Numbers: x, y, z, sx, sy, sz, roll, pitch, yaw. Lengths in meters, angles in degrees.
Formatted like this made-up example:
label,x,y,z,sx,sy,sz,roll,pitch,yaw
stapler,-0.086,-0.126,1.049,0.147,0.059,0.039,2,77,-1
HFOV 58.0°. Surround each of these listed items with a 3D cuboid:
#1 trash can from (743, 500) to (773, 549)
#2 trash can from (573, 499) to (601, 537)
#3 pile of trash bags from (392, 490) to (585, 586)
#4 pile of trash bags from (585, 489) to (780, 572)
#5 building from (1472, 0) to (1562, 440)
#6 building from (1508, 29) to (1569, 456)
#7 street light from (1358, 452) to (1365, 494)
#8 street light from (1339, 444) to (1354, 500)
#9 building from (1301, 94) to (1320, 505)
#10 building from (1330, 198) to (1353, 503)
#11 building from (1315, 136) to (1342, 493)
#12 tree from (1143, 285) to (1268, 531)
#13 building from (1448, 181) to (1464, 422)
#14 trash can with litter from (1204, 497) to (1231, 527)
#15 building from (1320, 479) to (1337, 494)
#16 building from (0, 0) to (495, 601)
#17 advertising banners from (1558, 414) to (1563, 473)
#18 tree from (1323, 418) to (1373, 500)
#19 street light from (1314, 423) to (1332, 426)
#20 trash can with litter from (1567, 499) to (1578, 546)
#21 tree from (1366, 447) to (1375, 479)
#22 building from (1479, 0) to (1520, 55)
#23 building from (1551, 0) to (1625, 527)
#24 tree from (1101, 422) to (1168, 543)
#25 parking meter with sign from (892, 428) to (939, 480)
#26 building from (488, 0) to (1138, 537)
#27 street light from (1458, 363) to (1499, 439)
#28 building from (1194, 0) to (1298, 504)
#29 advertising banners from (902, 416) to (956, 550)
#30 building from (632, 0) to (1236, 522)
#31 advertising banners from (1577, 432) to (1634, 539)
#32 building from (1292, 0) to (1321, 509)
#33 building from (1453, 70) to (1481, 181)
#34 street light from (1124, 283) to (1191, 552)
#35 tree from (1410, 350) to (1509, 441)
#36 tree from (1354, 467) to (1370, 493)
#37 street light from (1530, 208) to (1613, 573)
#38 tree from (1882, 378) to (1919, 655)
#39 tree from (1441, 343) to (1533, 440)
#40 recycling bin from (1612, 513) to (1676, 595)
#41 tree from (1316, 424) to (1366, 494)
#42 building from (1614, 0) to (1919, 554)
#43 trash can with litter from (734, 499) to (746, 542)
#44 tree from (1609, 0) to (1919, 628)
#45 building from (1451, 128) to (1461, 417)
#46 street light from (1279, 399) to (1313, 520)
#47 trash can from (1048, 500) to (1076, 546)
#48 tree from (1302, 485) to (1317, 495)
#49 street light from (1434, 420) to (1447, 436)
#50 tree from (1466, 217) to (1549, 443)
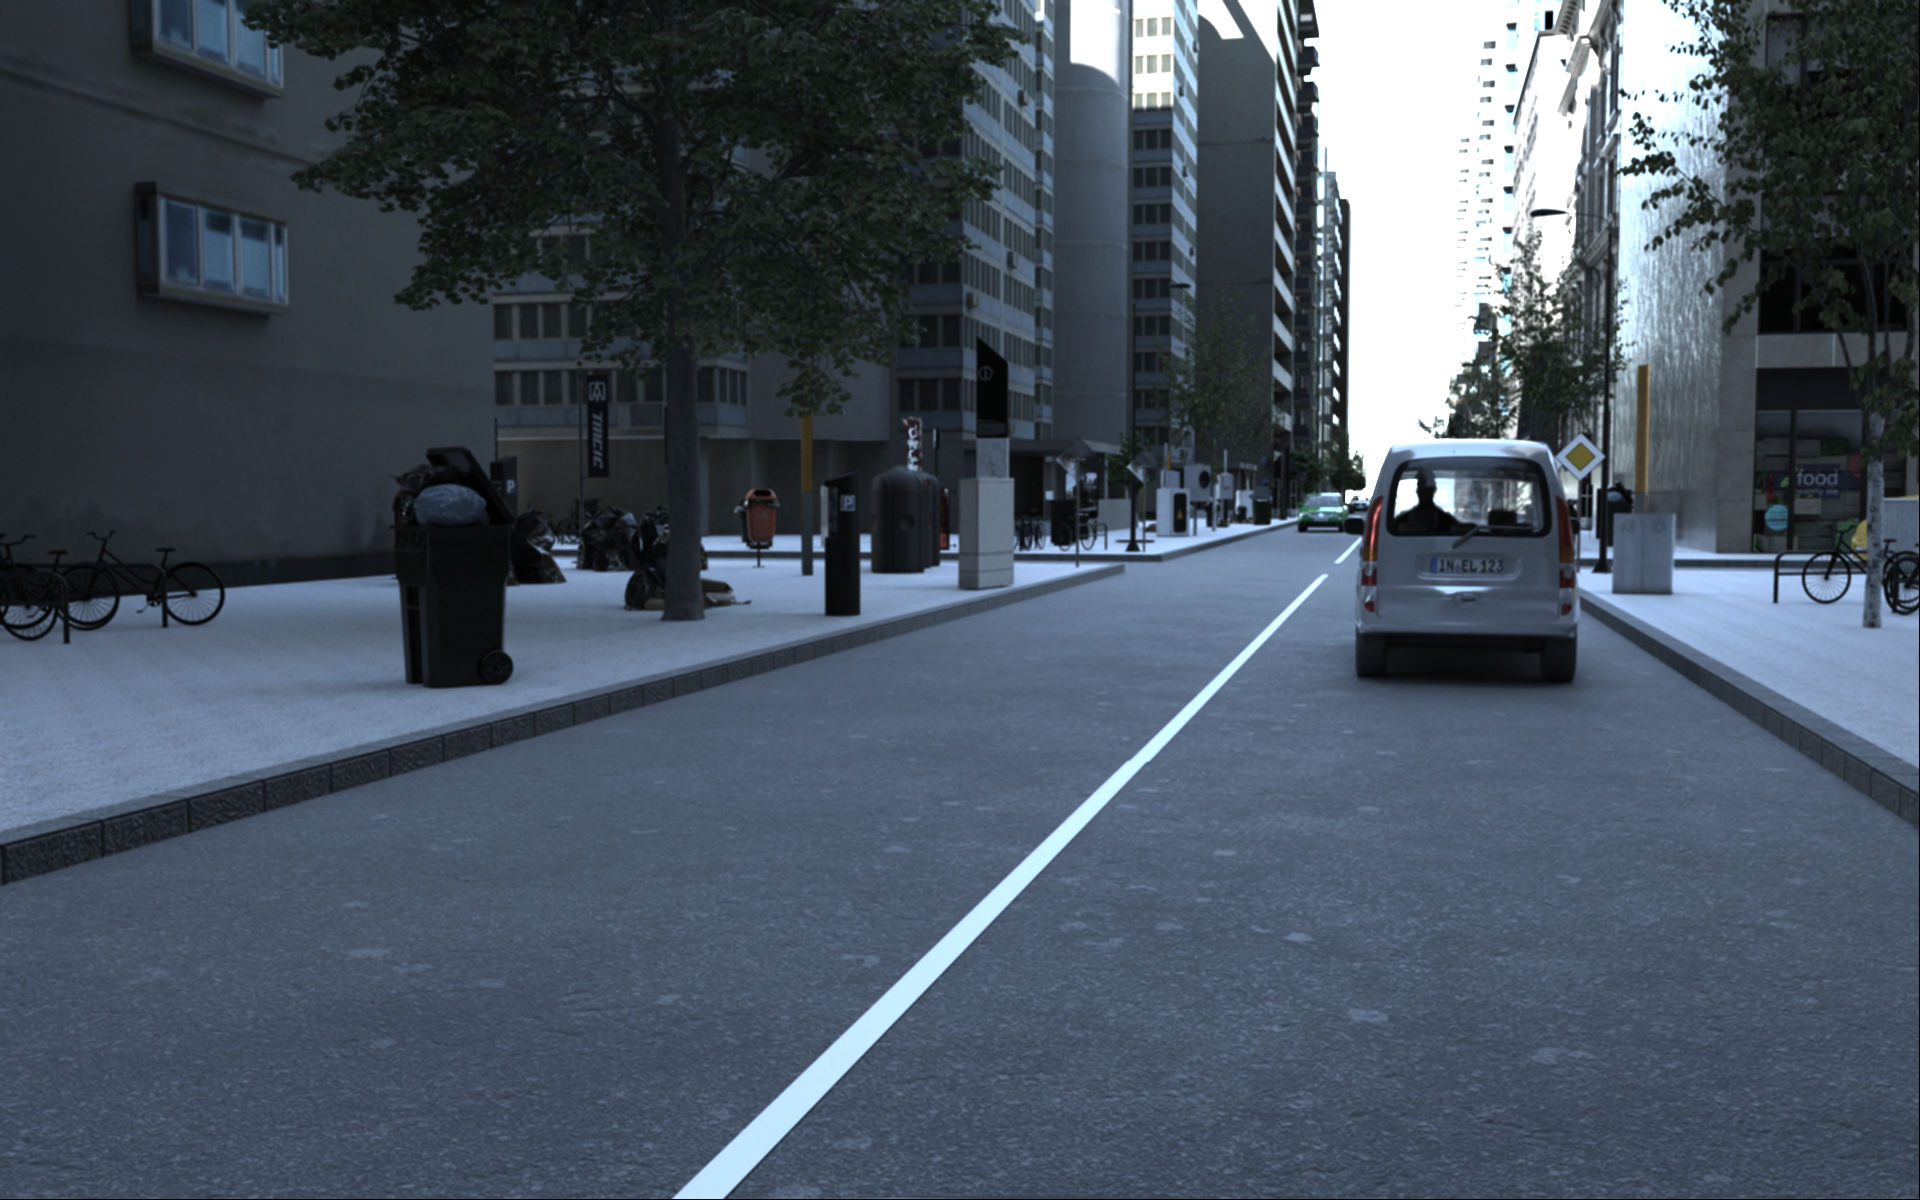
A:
label,x,y,z,sx,sy,sz,roll,pitch,yaw
trash can,-4.668,-1.751,40.289,0.748,1.137,0.748,0,3,0
trash can,-10.336,-2.222,47.991,0.748,1.137,0.748,0,3,0
pile of trash bags,-7.326,-0.953,25.331,3.447,1.369,1.912,3,5,44
pile of trash bags,-4.813,-1.222,29.729,3.447,1.369,1.912,-1,4,-16
building,51.348,-50.014,130.399,22.319,86.520,31.000,1,4,14
building,38.002,-18.408,94.485,14.314,27.812,24.014,1,4,14
street light,43.945,-13.454,192.509,1.470,5.913,1.316,1,4,14
street light,35.441,-11.421,159.275,1.470,5.913,1.316,1,4,14
building,27.496,-29.724,169.580,14.154,41.232,14.086,1,4,14
building,50.429,-37.044,255.772,14.600,45.320,14.200,1,4,14
building,39.822,-37.623,234.749,23.786,49.044,30.456,1,4,14
tree,8.634,-6.713,60.120,4.737,8.622,4.395,0,3,0
building,71.196,-33.205,226.494,14.154,41.232,14.086,1,4,14
trash can with litter,9.986,-3.401,67.001,1.055,1.170,0.624,3,5,40
building,29.300,-31.652,209.390,32.217,40.220,23.993,1,4,14
building,-21.015,-24.330,21.495,21.600,48.544,21.300,1,4,14
advertising banners,13.304,-2.600,38.693,0.090,3.025,2.074,1,4,14
tree,37.355,-13.316,168.075,4.737,8.622,4.395,0,3,0
street light,23.434,-8.569,112.637,1.470,5.913,1.316,1,4,14
trash can with litter,14.133,-1.815,41.069,0.624,1.170,1.055,-2,4,-31
tree,61.197,-19.205,264.367,4.360,8.622,3.978,0,3,0
building,59.663,-33.137,161.400,23.786,49.044,30.456,1,4,14
building,32.265,-17.349,71.053,14.401,28.519,23.554,1,4,14
tree,4.531,-3.150,46.109,1.663,3.219,1.824,0,3,0
parking meter with sign,-1.445,-3.032,45.832,1.738,3.016,0.543,0,4,-8
building,-10.481,-22.669,62.513,32.217,40.220,23.993,1,4,14
street light,18.443,-5.432,61.356,1.470,5.913,1.316,1,4,14
building,12.518,-30.595,123.929,21.300,48.544,21.600,1,4,14
advertising banners,-0.426,-2.646,39.453,2.074,3.025,0.090,-2,4,-32
building,0.918,-25.081,101.959,32.217,40.220,23.993,1,4,14
advertising banners,18.452,-3.263,49.544,2.074,3.025,0.090,-1,4,-22
building,19.220,-30.238,149.017,22.147,44.769,28.867,1,4,14
building,80.445,-43.021,245.389,21.231,58.520,28.212,1,4,14
street light,4.379,-4.022,38.307,1.470,5.913,1.316,1,4,14
tree,33.485,-10.942,113.320,8.767,10.594,7.601,2,4,26
tree,38.442,-11.612,173.572,4.285,4.588,4.351,0,3,0
street light,9.959,-3.405,28.209,1.470,5.913,1.316,1,4,14
tree,7.839,-1.123,12.960,1.663,3.219,1.824,0,3,0
tree,24.950,-8.036,81.758,4.360,8.622,3.978,0,3,0
recycling bin,8.879,-0.607,22.481,0.722,1.027,0.722,2,4,24
tree,39.102,-14.040,179.914,4.360,8.622,3.978,0,3,0
building,35.134,-14.498,41.558,34.151,26.468,19.350,1,4,14
trash can with litter,-5.529,-2.117,45.998,0.624,1.170,1.055,1,4,15
tree,8.552,-4.040,16.421,4.737,8.622,4.395,0,3,0
building,69.766,-35.723,203.671,23.786,49.044,30.456,1,4,14
street light,16.431,-6.882,85.064,1.470,5.913,1.316,1,4,14
trash can,2.566,-1.929,43.190,0.748,1.137,0.748,0,3,0
tree,25.171,-8.035,125.977,1.663,3.219,1.824,0,3,0
street light,30.517,-8.296,108.174,1.470,5.913,1.316,1,4,14
tree,15.808,-5.881,46.518,4.737,8.622,4.395,0,3,0
